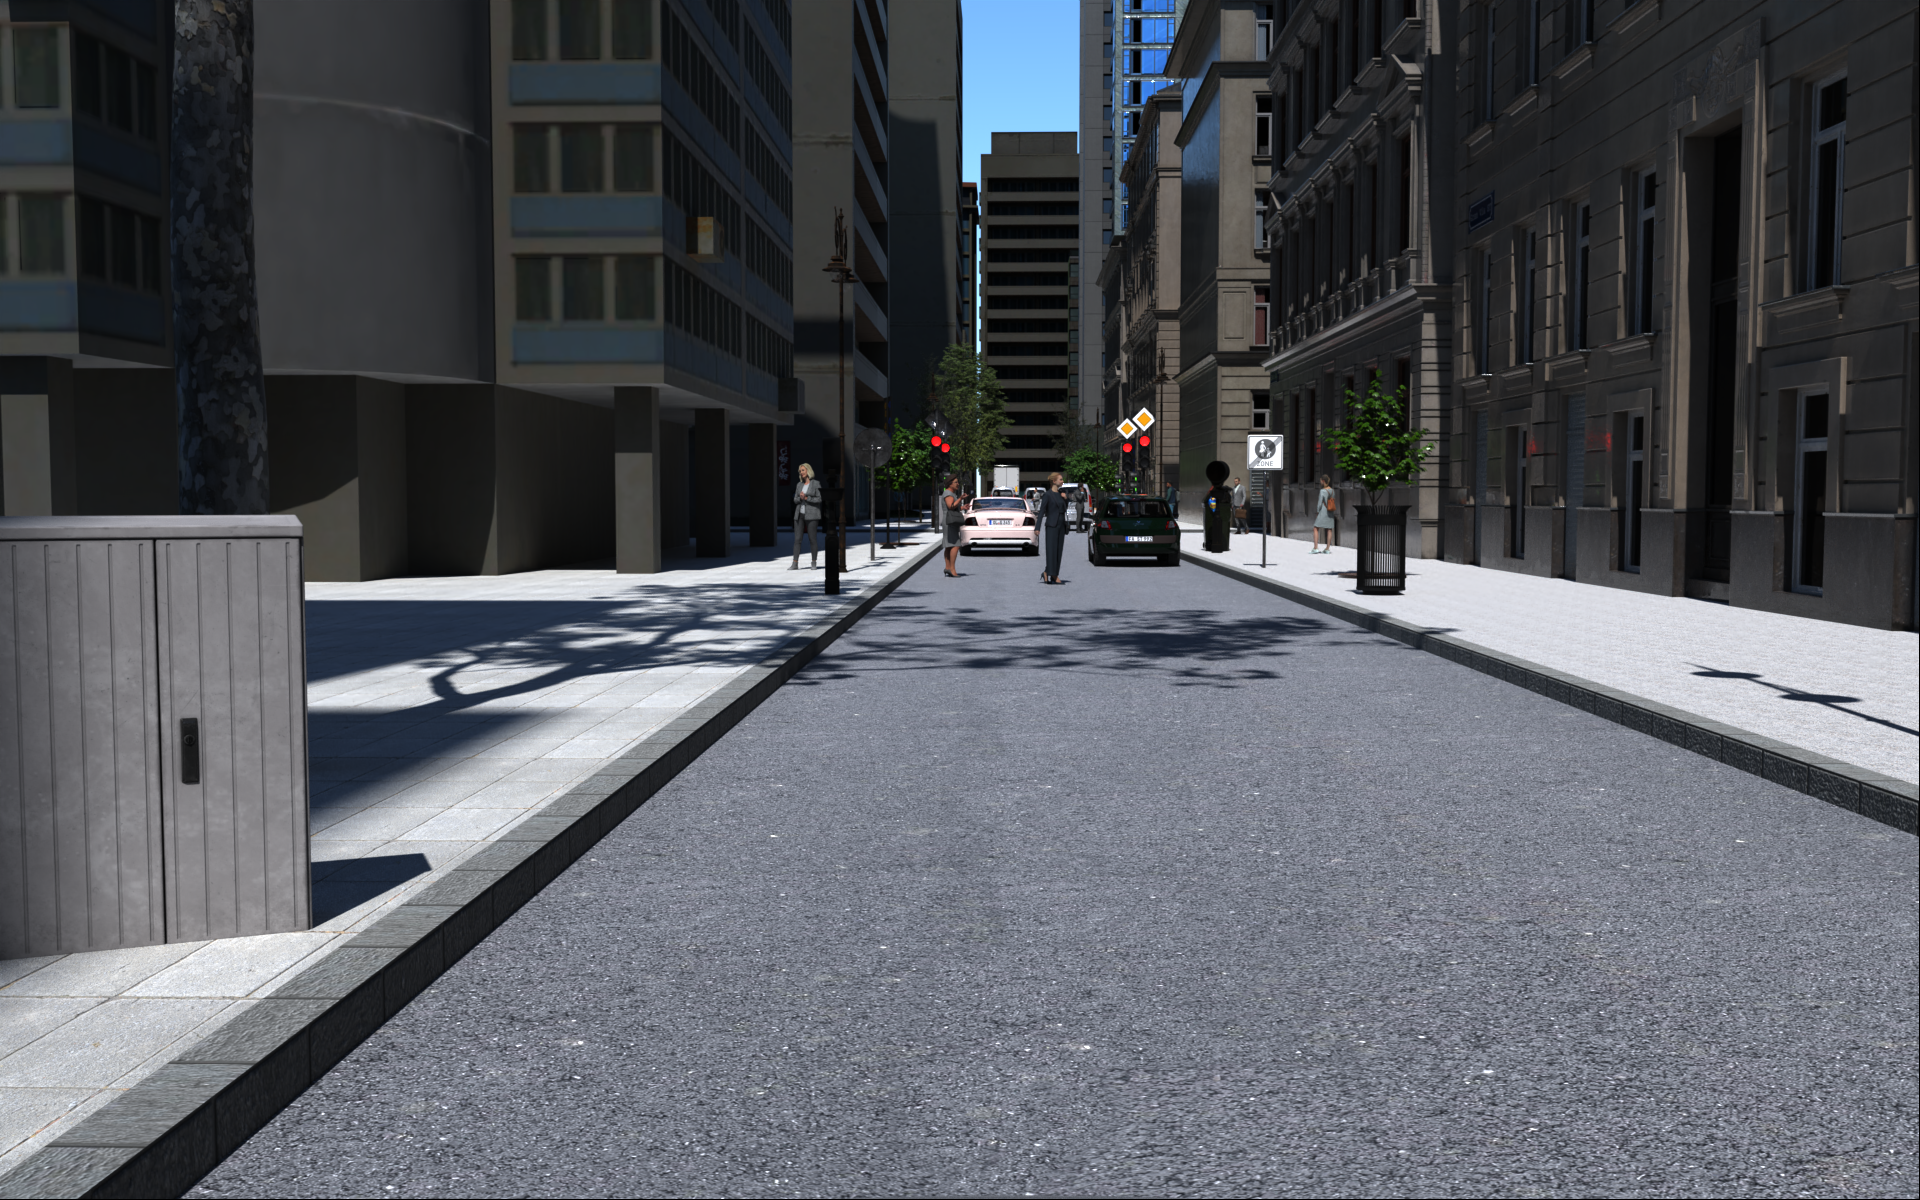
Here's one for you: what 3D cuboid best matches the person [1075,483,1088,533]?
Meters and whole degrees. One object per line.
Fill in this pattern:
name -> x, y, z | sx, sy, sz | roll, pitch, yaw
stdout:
person -> 4.483, -3.382, 63.597 | 0.447, 1.846, 0.655 | 2, 4, 25

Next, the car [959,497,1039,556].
car -> 0.902, -1.791, 41.637 | 2.083, 1.381, 4.827 | 0, 4, 0

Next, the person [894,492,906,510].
person -> -3.426, -5.621, 97.972 | 0.660, 1.820, 0.620 | -1, 4, -14

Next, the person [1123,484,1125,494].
person -> 8.522, -5.079, 89.183 | 0.778, 1.811, 0.616 | 1, 4, 23

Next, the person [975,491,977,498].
person -> 1.701, -12.572, 212.388 | 0.721, 1.735, 1.217 | 3, 4, 38

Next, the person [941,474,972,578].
person -> -0.064, -1.282, 29.820 | 0.532, 1.782, 0.716 | 0, 4, 4

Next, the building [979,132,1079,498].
building -> 13.460, -37.366, 234.628 | 21.600, 48.544, 21.300 | 0, 4, 2

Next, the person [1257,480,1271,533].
person -> 9.998, -3.054, 56.547 | 0.524, 1.755, 0.480 | -1, 4, -17

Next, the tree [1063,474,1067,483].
tree -> 10.186, -10.639, 168.551 | 1.663, 3.219, 1.824 | 0, 3, 0

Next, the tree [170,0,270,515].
tree -> -2.619, -9.350, 8.762 | 12.611, 20.169, 13.585 | 0, 3, 0

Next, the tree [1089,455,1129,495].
tree -> 7.478, -5.628, 86.614 | 1.663, 3.219, 1.824 | 0, 3, 0

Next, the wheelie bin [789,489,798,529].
wheelie bin -> -5.892, -3.418, 63.786 | 0.693, 1.594, 0.980 | -1, 4, -22

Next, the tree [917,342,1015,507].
tree -> 0.400, -12.939, 129.676 | 7.486, 12.596, 7.792 | 0, 3, 0

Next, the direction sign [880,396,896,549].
direction sign -> -1.686, -2.968, 40.519 | 0.379, 3.537, 0.876 | -1, 4, -13

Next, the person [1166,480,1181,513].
person -> 8.388, -3.868, 69.269 | 0.794, 1.824, 0.713 | -3, 5, -40

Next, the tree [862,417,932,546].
tree -> -1.669, -2.991, 43.510 | 1.663, 3.219, 1.824 | 0, 3, 0

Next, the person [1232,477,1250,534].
person -> 8.880, -3.000, 55.215 | 0.853, 1.813, 0.709 | -3, 5, -44

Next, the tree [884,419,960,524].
tree -> -1.776, -5.637, 75.874 | 4.285, 4.588, 4.351 | 0, 3, 0

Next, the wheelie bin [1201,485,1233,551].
wheelie bin -> 5.814, -1.910, 39.134 | 0.693, 1.594, 0.980 | 0, 4, 3

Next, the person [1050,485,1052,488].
person -> 3.039, -2.864, 55.890 | 0.480, 1.755, 0.524 | 0, 4, -5

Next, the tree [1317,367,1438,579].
tree -> 6.464, -1.950, 26.480 | 1.663, 3.219, 1.824 | 0, 3, 0

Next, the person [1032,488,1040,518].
person -> 4.307, -5.560, 99.600 | 0.583, 1.804, 0.606 | -3, 5, -40

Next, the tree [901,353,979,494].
tree -> -1.100, -8.489, 89.154 | 4.360, 8.622, 3.978 | 0, 3, 0

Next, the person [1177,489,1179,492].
person -> 11.682, -5.234, 91.391 | 0.659, 1.850, 0.755 | 3, 5, 44

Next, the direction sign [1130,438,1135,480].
direction sign -> 6.985, -4.772, 70.023 | 0.379, 3.537, 0.876 | 0, 4, -5

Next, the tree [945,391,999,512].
tree -> 0.424, -10.456, 121.311 | 4.737, 8.622, 4.395 | 0, 3, 0

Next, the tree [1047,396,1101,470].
tree -> 8.426, -10.917, 128.847 | 4.360, 8.622, 3.978 | 0, 3, 0

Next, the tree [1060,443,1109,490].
tree -> 8.204, -7.842, 111.922 | 4.285, 4.588, 4.351 | 0, 3, 0

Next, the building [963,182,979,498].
building -> -11.882, -35.512, 235.246 | 28.867, 44.769, 22.147 | 0, 4, 2

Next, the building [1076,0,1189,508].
building -> 22.189, -51.408, 153.187 | 22.319, 86.520, 31.000 | 0, 4, 2

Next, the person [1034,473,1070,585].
person -> 1.452, -1.136, 27.487 | 0.534, 1.772, 0.576 | 2, 4, 25

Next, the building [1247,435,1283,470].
building -> 33.997, -33.962, 205.391 | 14.200, 45.320, 14.600 | 0, 4, 2

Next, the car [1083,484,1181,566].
car -> 3.552, -1.586, 35.714 | 2.009, 1.686, 4.222 | 0, 4, 2

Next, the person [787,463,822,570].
person -> -2.588, -1.407, 29.233 | 0.537, 1.800, 0.526 | 2, 4, 32

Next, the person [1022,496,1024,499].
person -> 4.833, -7.317, 132.377 | 0.306, 1.304, 0.590 | 2, 4, 29

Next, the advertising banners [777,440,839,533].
advertising banners -> -5.008, -3.694, 56.578 | 2.074, 3.025, 0.090 | 0, 4, -3

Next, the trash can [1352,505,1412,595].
trash can -> 5.377, -0.639, 22.107 | 0.748, 1.137, 0.748 | 0, 3, 0

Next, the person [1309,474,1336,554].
person -> 7.845, -1.845, 37.214 | 0.512, 1.701, 0.522 | -3, 4, -39
